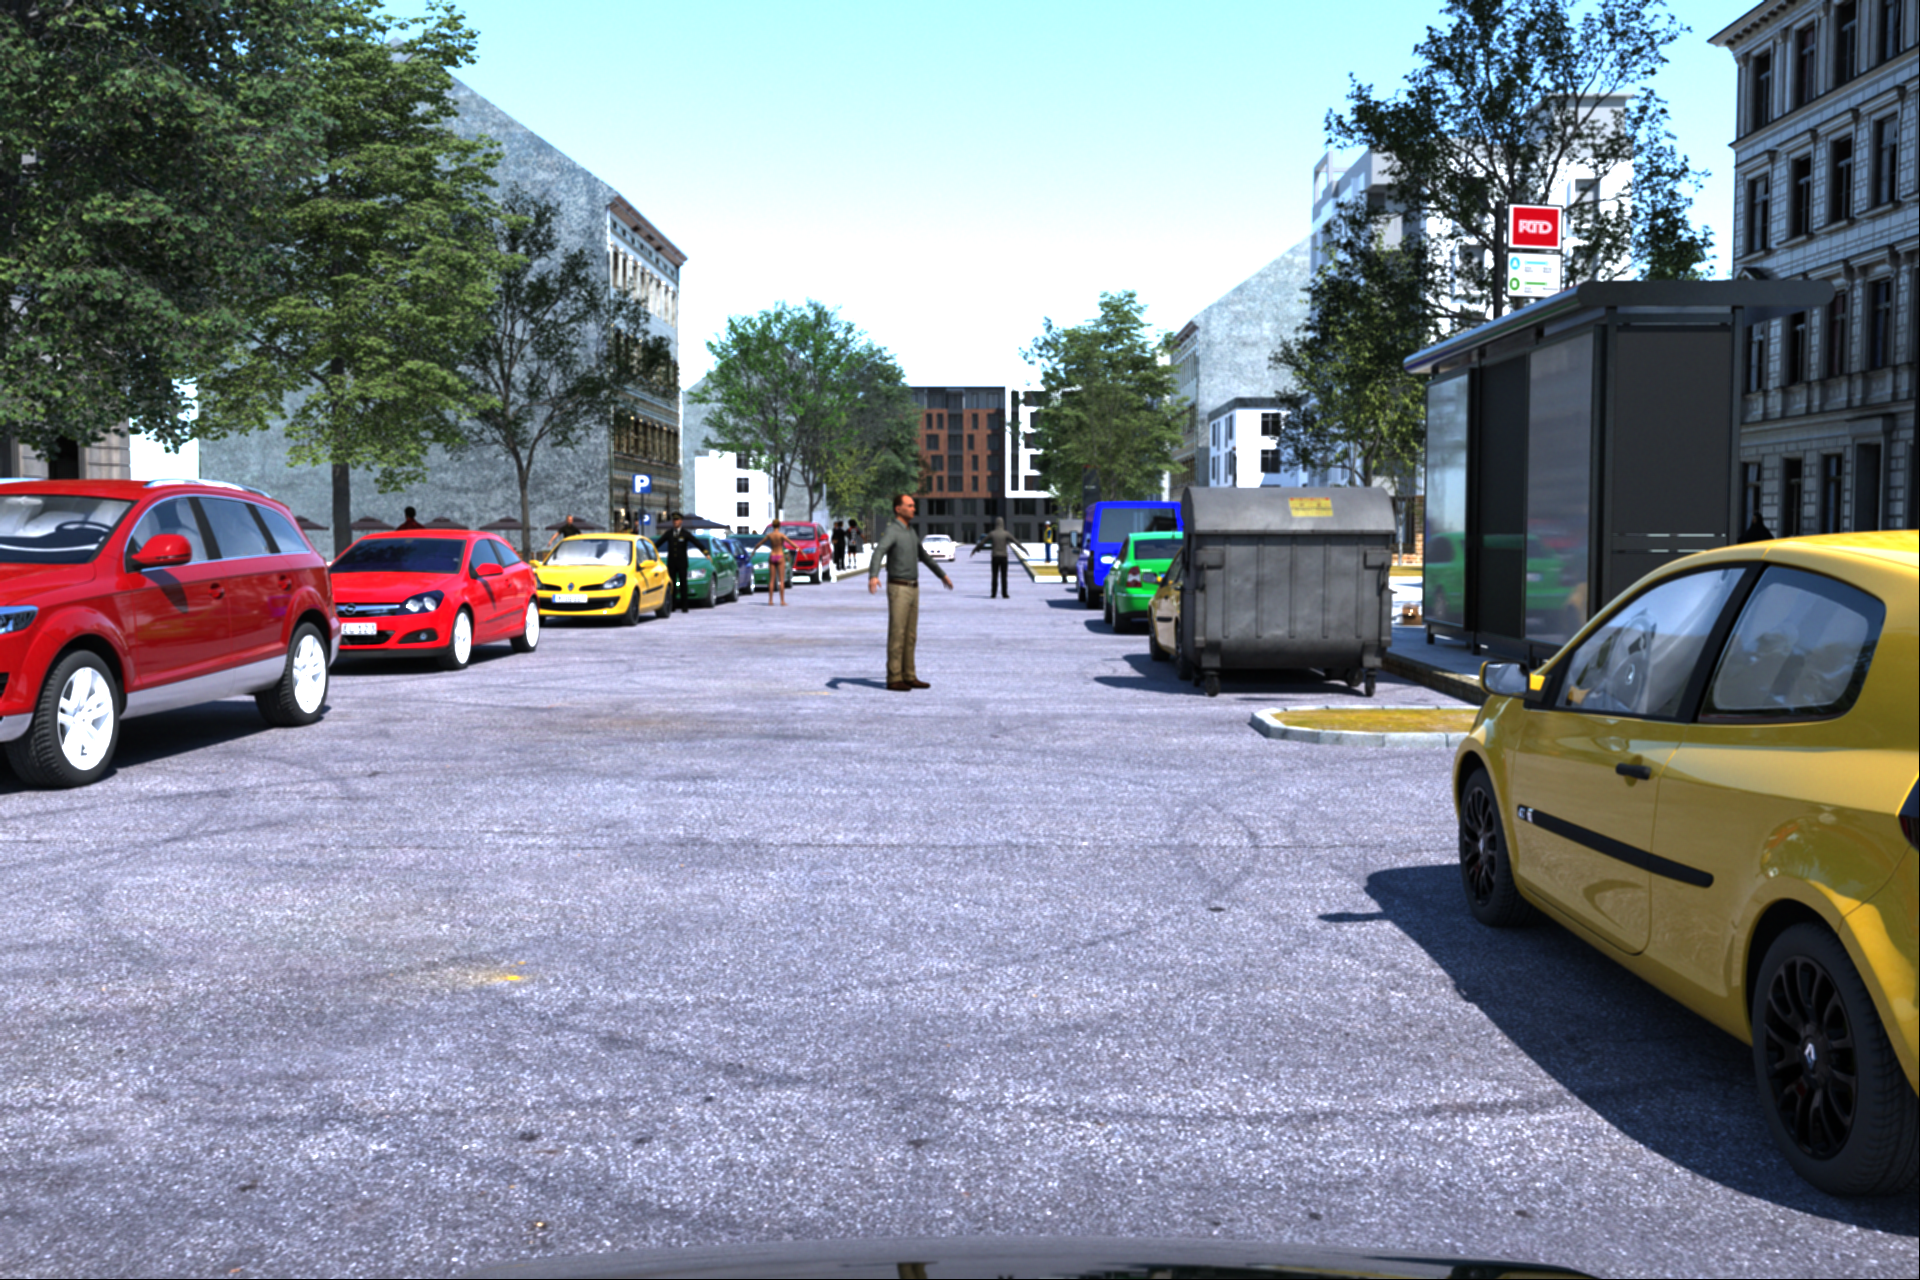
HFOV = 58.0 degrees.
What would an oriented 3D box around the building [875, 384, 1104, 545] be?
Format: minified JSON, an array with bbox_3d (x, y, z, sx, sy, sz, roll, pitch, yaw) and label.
[{"bbox_3d":[4.033,-24.557,247.940,32.646,21.610,27.936,0,3,0],"label":"building"}]

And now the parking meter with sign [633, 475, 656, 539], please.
[{"bbox_3d":[-9.295,-3.385,51.609,0.543,3.016,1.738,0,4,1],"label":"parking meter with sign"}]

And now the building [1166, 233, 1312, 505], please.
[{"bbox_3d":[26.058,-18.323,130.510,19.493,23.208,18.063,0,4,1],"label":"building"}]

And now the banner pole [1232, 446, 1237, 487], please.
[{"bbox_3d":[7.816,-3.624,49.263,0.401,3.779,0.863,0,4,1],"label":"banner pole"}]

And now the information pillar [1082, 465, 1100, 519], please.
[{"bbox_3d":[4.963,-4.655,65.493,0.750,3.857,0.750,0,4,1],"label":"information pillar"}]

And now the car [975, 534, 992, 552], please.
[{"bbox_3d":[2.184,-7.850,138.134,2.009,1.686,4.222,0,3,0],"label":"car"}]

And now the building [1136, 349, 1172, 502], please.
[{"bbox_3d":[27.304,-18.813,174.049,16.747,18.905,31.486,0,4,1],"label":"building"}]

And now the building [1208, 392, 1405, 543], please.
[{"bbox_3d":[21.431,-10.049,106.453,9.099,9.664,28.070,0,4,1],"label":"building"}]

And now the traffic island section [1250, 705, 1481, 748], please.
[{"bbox_3d":[3.167,0.627,12.614,1.991,0.108,1.994,0,4,1],"label":"traffic island section"}]

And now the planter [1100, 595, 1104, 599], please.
[{"bbox_3d":[3.786,-1.081,38.818,1.991,0.319,1.994,0,4,1],"label":"planter"}]

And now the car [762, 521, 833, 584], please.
[{"bbox_3d":[-4.929,-2.586,50.949,2.281,1.827,5.304,0,4,1],"label":"car"}]

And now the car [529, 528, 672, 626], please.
[{"bbox_3d":[-5.838,-1.095,28.122,2.015,1.641,3.980,0,4,2],"label":"car"}]

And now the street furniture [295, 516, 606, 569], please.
[{"bbox_3d":[-26.798,-3.424,61.015,27.439,1.986,14.083,0,4,-5],"label":"street furniture"}]

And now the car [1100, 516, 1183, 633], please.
[{"bbox_3d":[3.151,-1.079,26.440,1.959,1.807,4.718,0,4,2],"label":"car"}]

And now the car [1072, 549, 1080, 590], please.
[{"bbox_3d":[3.844,-2.058,43.442,2.009,1.686,4.222,0,4,1],"label":"car"}]

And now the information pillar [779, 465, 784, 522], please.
[{"bbox_3d":[-6.044,-4.115,58.643,0.183,3.616,0.504,0,4,2],"label":"information pillar"}]

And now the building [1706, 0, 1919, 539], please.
[{"bbox_3d":[27.958,-11.020,43.801,10.561,19.211,19.286,0,4,1],"label":"building"}]

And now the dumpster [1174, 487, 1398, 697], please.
[{"bbox_3d":[2.926,-0.459,15.724,1.865,1.857,1.264,0,4,1],"label":"dumpster"}]

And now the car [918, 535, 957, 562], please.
[{"bbox_3d":[-1.213,-4.843,91.547,2.083,1.381,4.827,0,4,1],"label":"car"}]

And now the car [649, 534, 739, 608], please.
[{"bbox_3d":[-5.636,-1.424,35.086,2.131,1.459,4.920,0,4,2],"label":"car"}]

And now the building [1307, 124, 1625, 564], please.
[{"bbox_3d":[22.791,-14.078,86.603,16.016,20.090,11.380,0,4,1],"label":"building"}]

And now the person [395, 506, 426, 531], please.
[{"bbox_3d":[-10.664,-1.680,33.579,0.704,1.816,1.345,3,5,42],"label":"person"}]

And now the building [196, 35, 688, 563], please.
[{"bbox_3d":[-24.700,-15.600,85.983,19.493,23.208,18.063,0,4,1],"label":"building"}]

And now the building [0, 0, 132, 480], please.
[{"bbox_3d":[-29.508,-12.002,36.898,13.314,22.015,24.055,0,4,2],"label":"building"}]

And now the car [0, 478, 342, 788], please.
[{"bbox_3d":[-5.906,-0.172,11.481,2.281,1.827,5.304,0,4,2],"label":"car"}]

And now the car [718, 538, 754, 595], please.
[{"bbox_3d":[-5.778,-1.652,39.596,1.945,1.354,3.894,0,4,2],"label":"car"}]

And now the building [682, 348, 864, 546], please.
[{"bbox_3d":[-20.977,-22.478,198.448,19.493,23.208,18.063,0,4,1],"label":"building"}]

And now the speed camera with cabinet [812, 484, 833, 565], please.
[{"bbox_3d":[-5.460,-4.544,68.637,0.660,3.252,2.038,0,4,3],"label":"speed camera with cabinet"}]

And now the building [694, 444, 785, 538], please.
[{"bbox_3d":[-21.999,-14.122,173.049,9.099,9.664,28.070,0,4,1],"label":"building"}]

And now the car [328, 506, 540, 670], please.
[{"bbox_3d":[-6.088,-0.643,19.551,2.155,1.783,4.494,0,4,1],"label":"car"}]

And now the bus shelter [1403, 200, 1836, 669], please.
[{"bbox_3d":[6.225,-2.507,18.625,2.179,5.291,8.768,0,4,1],"label":"bus shelter"}]

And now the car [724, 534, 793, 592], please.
[{"bbox_3d":[-5.372,-1.997,44.444,2.131,1.459,4.920,0,4,1],"label":"car"}]

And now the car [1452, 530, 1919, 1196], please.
[{"bbox_3d":[2.718,0.310,5.163,2.015,1.641,3.980,0,4,1],"label":"car"}]

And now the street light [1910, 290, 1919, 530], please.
[{"bbox_3d":[6.528,-2.334,10.703,1.470,5.913,1.316,0,4,1],"label":"street light"}]

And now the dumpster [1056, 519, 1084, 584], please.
[{"bbox_3d":[3.743,-2.585,50.475,1.865,1.857,1.264,0,4,0],"label":"dumpster"}]

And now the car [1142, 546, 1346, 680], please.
[{"bbox_3d":[2.995,-0.502,18.437,2.015,1.641,3.980,0,4,0],"label":"car"}]

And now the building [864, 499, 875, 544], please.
[{"bbox_3d":[-20.860,-23.822,220.417,19.493,23.208,18.063,0,4,2],"label":"building"}]

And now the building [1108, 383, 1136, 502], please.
[{"bbox_3d":[26.927,-22.568,199.916,19.493,23.208,18.063,0,4,1],"label":"building"}]

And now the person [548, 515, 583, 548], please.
[{"bbox_3d":[-10.741,-2.539,47.731,1.348,1.803,0.705,-2,4,-33],"label":"person"}]
